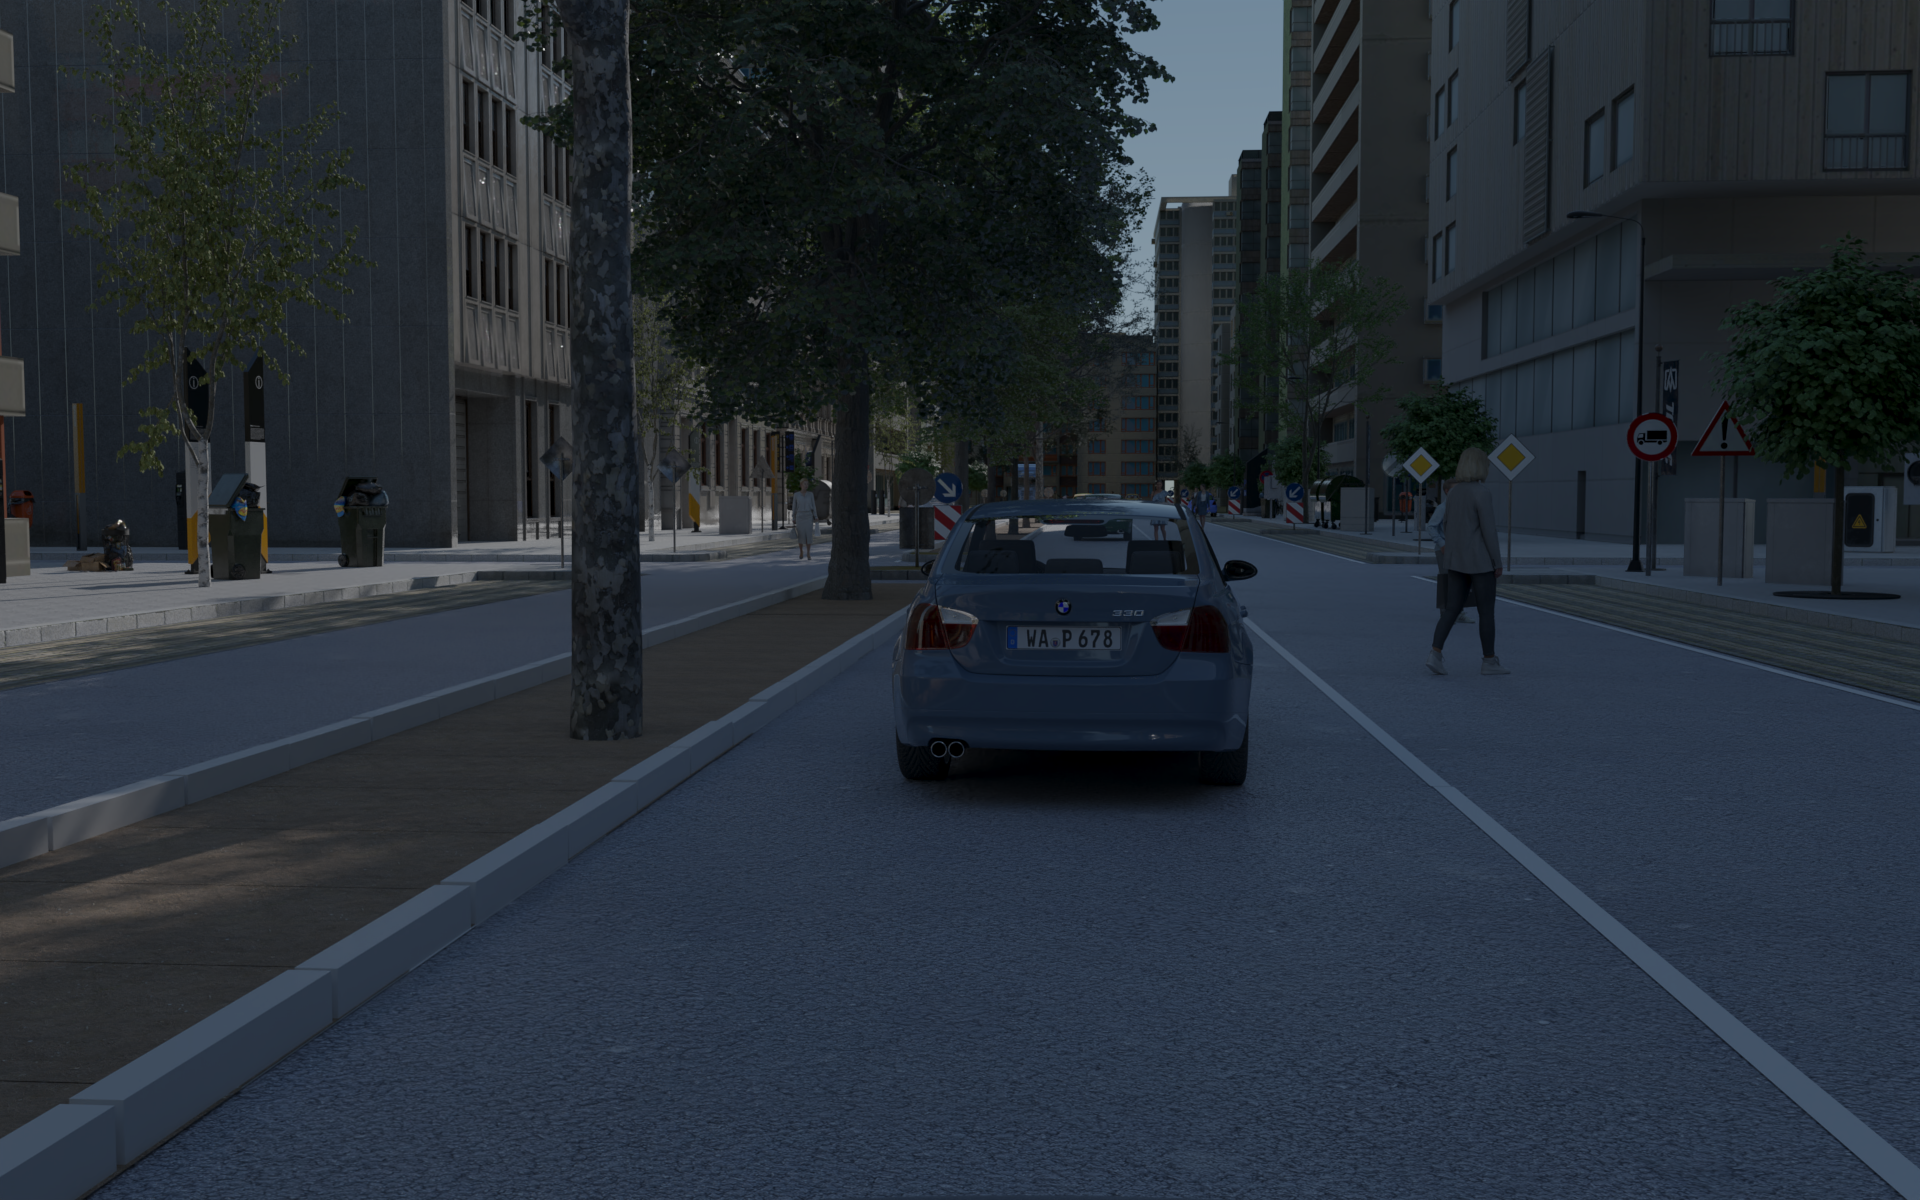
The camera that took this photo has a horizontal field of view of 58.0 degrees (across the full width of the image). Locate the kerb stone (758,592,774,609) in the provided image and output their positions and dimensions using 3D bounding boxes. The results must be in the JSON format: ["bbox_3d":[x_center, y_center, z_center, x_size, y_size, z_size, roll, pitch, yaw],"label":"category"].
[{"bbox_3d":[-2.513,0.032,21.700,0.120,0.150,1.000,0,4,5],"label":"kerb stone"}]

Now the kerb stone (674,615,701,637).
[{"bbox_3d":[-2.832,0.288,17.608,0.120,0.150,1.000,0,4,5],"label":"kerb stone"}]

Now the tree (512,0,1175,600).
[{"bbox_3d":[-1.524,-6.977,23.186,9.857,13.997,8.962,0,3,0],"label":"tree"}]

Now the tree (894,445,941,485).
[{"bbox_3d":[-2.825,-7.889,112.703,4.285,4.588,4.351,0,3,0],"label":"tree"}]

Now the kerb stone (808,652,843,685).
[{"bbox_3d":[-1.058,0.540,13.370,0.120,0.150,1.000,0,4,5],"label":"kerb stone"}]

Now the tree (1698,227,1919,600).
[{"bbox_3d":[10.902,-2.317,21.605,4.285,4.588,4.351,0,3,0],"label":"tree"}]

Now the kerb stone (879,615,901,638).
[{"bbox_3d":[-0.737,0.290,17.452,0.120,0.150,1.000,0,4,5],"label":"kerb stone"}]

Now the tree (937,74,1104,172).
[{"bbox_3d":[0.904,-8.348,49.321,12.009,13.543,11.850,0,3,0],"label":"tree"}]

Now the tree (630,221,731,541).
[{"bbox_3d":[-8.298,-5.887,46.620,4.360,8.622,3.978,0,3,0],"label":"tree"}]

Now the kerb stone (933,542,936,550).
[{"bbox_3d":[-0.765,-1.318,43.771,0.120,0.150,1.000,0,4,5],"label":"kerb stone"}]

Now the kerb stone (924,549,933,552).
[{"bbox_3d":[-0.846,-1.257,42.750,0.120,0.150,1.000,0,4,5],"label":"kerb stone"}]

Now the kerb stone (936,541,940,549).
[{"bbox_3d":[-0.686,-1.382,44.793,0.120,0.150,1.000,0,4,5],"label":"kerb stone"}]

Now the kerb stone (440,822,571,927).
[{"bbox_3d":[-1.621,0.976,6.230,0.120,0.150,1.000,0,4,5],"label":"kerb stone"}]

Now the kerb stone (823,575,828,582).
[{"bbox_3d":[-2.109,-0.279,26.808,0.120,0.150,1.000,0,4,5],"label":"kerb stone"}]

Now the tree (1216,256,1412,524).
[{"bbox_3d":[15.072,-9.099,74.521,9.928,11.665,9.643,0,3,0],"label":"tree"}]

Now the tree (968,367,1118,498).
[{"bbox_3d":[4.549,-9.724,95.863,8.767,10.594,7.601,0,4,5],"label":"tree"}]

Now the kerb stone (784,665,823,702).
[{"bbox_3d":[-1.137,0.603,12.349,0.120,0.150,1.000,0,4,5],"label":"kerb stone"}]

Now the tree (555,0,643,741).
[{"bbox_3d":[-3.222,-9.308,10.529,12.611,20.169,13.585,0,3,0],"label":"tree"}]

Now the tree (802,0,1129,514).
[{"bbox_3d":[-0.046,-7.277,39.565,7.486,12.596,7.792,0,3,0],"label":"tree"}]

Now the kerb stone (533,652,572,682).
[{"bbox_3d":[-3.161,0.530,13.529,0.120,0.150,1.000,0,4,5],"label":"kerb stone"}]

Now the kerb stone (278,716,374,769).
[{"bbox_3d":[-3.483,0.788,9.452,0.120,0.150,1.000,0,4,5],"label":"kerb stone"}]

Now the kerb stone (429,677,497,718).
[{"bbox_3d":[-3.324,0.655,11.491,0.120,0.150,1.000,0,4,5],"label":"kerb stone"}]

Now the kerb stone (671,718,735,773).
[{"bbox_3d":[-1.385,0.789,9.293,0.120,0.150,1.000,0,4,5],"label":"kerb stone"}]

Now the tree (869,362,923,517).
[{"bbox_3d":[-3.932,-8.900,95.882,4.360,8.622,3.978,0,3,0],"label":"tree"}]

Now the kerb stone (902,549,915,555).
[{"bbox_3d":[-1.169,-1.006,38.641,0.120,0.150,1.000,0,4,5],"label":"kerb stone"}]

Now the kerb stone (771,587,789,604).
[{"bbox_3d":[-2.429,-0.032,22.719,0.120,0.150,1.000,0,4,5],"label":"kerb stone"}]

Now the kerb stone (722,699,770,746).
[{"bbox_3d":[-1.300,0.740,10.312,0.120,0.150,1.000,0,4,5],"label":"kerb stone"}]

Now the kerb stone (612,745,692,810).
[{"bbox_3d":[-1.467,0.851,8.275,0.120,0.150,1.000,0,4,5],"label":"kerb stone"}]

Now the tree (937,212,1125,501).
[{"bbox_3d":[1.978,-8.083,60.376,9.928,11.665,9.643,0,3,0],"label":"tree"}]

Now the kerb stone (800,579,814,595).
[{"bbox_3d":[-2.267,-0.157,24.765,0.120,0.150,1.000,0,4,5],"label":"kerb stone"}]

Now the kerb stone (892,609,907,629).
[{"bbox_3d":[-0.660,0.227,18.478,0.120,0.150,1.000,0,4,5],"label":"kerb stone"}]

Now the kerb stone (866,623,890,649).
[{"bbox_3d":[-0.813,0.352,16.433,0.120,0.150,1.000,0,4,5],"label":"kerb stone"}]

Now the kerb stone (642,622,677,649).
[{"bbox_3d":[-2.914,0.346,16.589,0.120,0.150,1.000,0,4,5],"label":"kerb stone"}]

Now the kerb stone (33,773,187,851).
[{"bbox_3d":[-3.639,0.908,7.411,0.120,0.150,1.000,0,4,5],"label":"kerb stone"}]

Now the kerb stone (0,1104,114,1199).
[{"bbox_3d":[-1.872,1.165,3.144,0.120,0.150,1.000,0,4,5],"label":"kerb stone"}]

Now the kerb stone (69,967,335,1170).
[{"bbox_3d":[-1.790,1.102,4.171,0.120,0.150,1.000,0,4,5],"label":"kerb stone"}]

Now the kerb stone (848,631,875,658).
[{"bbox_3d":[-0.903,0.415,15.412,0.120,0.150,1.000,0,4,5],"label":"kerb stone"}]

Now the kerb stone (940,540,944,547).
[{"bbox_3d":[-0.604,-1.444,45.812,0.120,0.150,1.000,0,4,5],"label":"kerb stone"}]

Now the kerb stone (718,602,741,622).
[{"bbox_3d":[-2.674,0.155,19.663,0.120,0.150,1.000,0,4,5],"label":"kerb stone"}]

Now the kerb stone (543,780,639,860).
[{"bbox_3d":[-1.545,0.920,7.250,0.120,0.150,1.000,0,4,5],"label":"kerb stone"}]

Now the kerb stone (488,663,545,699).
[{"bbox_3d":[-3.238,0.594,12.509,0.120,0.150,1.000,0,4,5],"label":"kerb stone"}]

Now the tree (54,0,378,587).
[{"bbox_3d":[-10.407,-4.499,23.918,4.737,8.622,4.395,0,3,0],"label":"tree"}]

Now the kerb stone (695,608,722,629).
[{"bbox_3d":[-2.751,0.218,18.626,0.120,0.150,1.000,0,4,5],"label":"kerb stone"}]

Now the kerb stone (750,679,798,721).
[{"bbox_3d":[-1.222,0.665,11.331,0.120,0.150,1.000,0,4,5],"label":"kerb stone"}]

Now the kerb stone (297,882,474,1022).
[{"bbox_3d":[-1.707,1.043,5.198,0.120,0.150,1.000,0,4,5],"label":"kerb stone"}]

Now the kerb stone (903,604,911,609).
[{"bbox_3d":[-0.577,0.167,19.496,0.120,0.150,1.000,0,4,5],"label":"kerb stone"}]

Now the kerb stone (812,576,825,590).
[{"bbox_3d":[-2.189,-0.220,25.787,0.120,0.150,1.000,0,4,5],"label":"kerb stone"}]

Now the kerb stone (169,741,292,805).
[{"bbox_3d":[-3.555,0.844,8.432,0.120,0.150,1.000,0,4,5],"label":"kerb stone"}]

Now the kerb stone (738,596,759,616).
[{"bbox_3d":[-2.586,0.093,20.681,0.120,0.150,1.000,0,4,5],"label":"kerb stone"}]

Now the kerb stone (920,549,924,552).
[{"bbox_3d":[-1.012,-1.132,40.696,0.120,0.150,1.000,0,4,5],"label":"kerb stone"}]

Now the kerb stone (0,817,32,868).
[{"bbox_3d":[-3.722,0.967,6.386,0.120,0.150,1.000,0,4,5],"label":"kerb stone"}]

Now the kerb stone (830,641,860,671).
[{"bbox_3d":[-0.976,0.477,14.393,0.120,0.150,1.000,0,4,5],"label":"kerb stone"}]

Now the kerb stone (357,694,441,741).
[{"bbox_3d":[-3.400,0.717,10.472,0.120,0.150,1.000,0,4,5],"label":"kerb stone"}]

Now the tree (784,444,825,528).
[{"bbox_3d":[-6.211,-4.355,65.800,1.663,3.219,1.824,0,3,0],"label":"tree"}]

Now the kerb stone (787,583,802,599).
[{"bbox_3d":[-2.347,-0.095,23.746,0.120,0.150,1.000,0,4,5],"label":"kerb stone"}]
